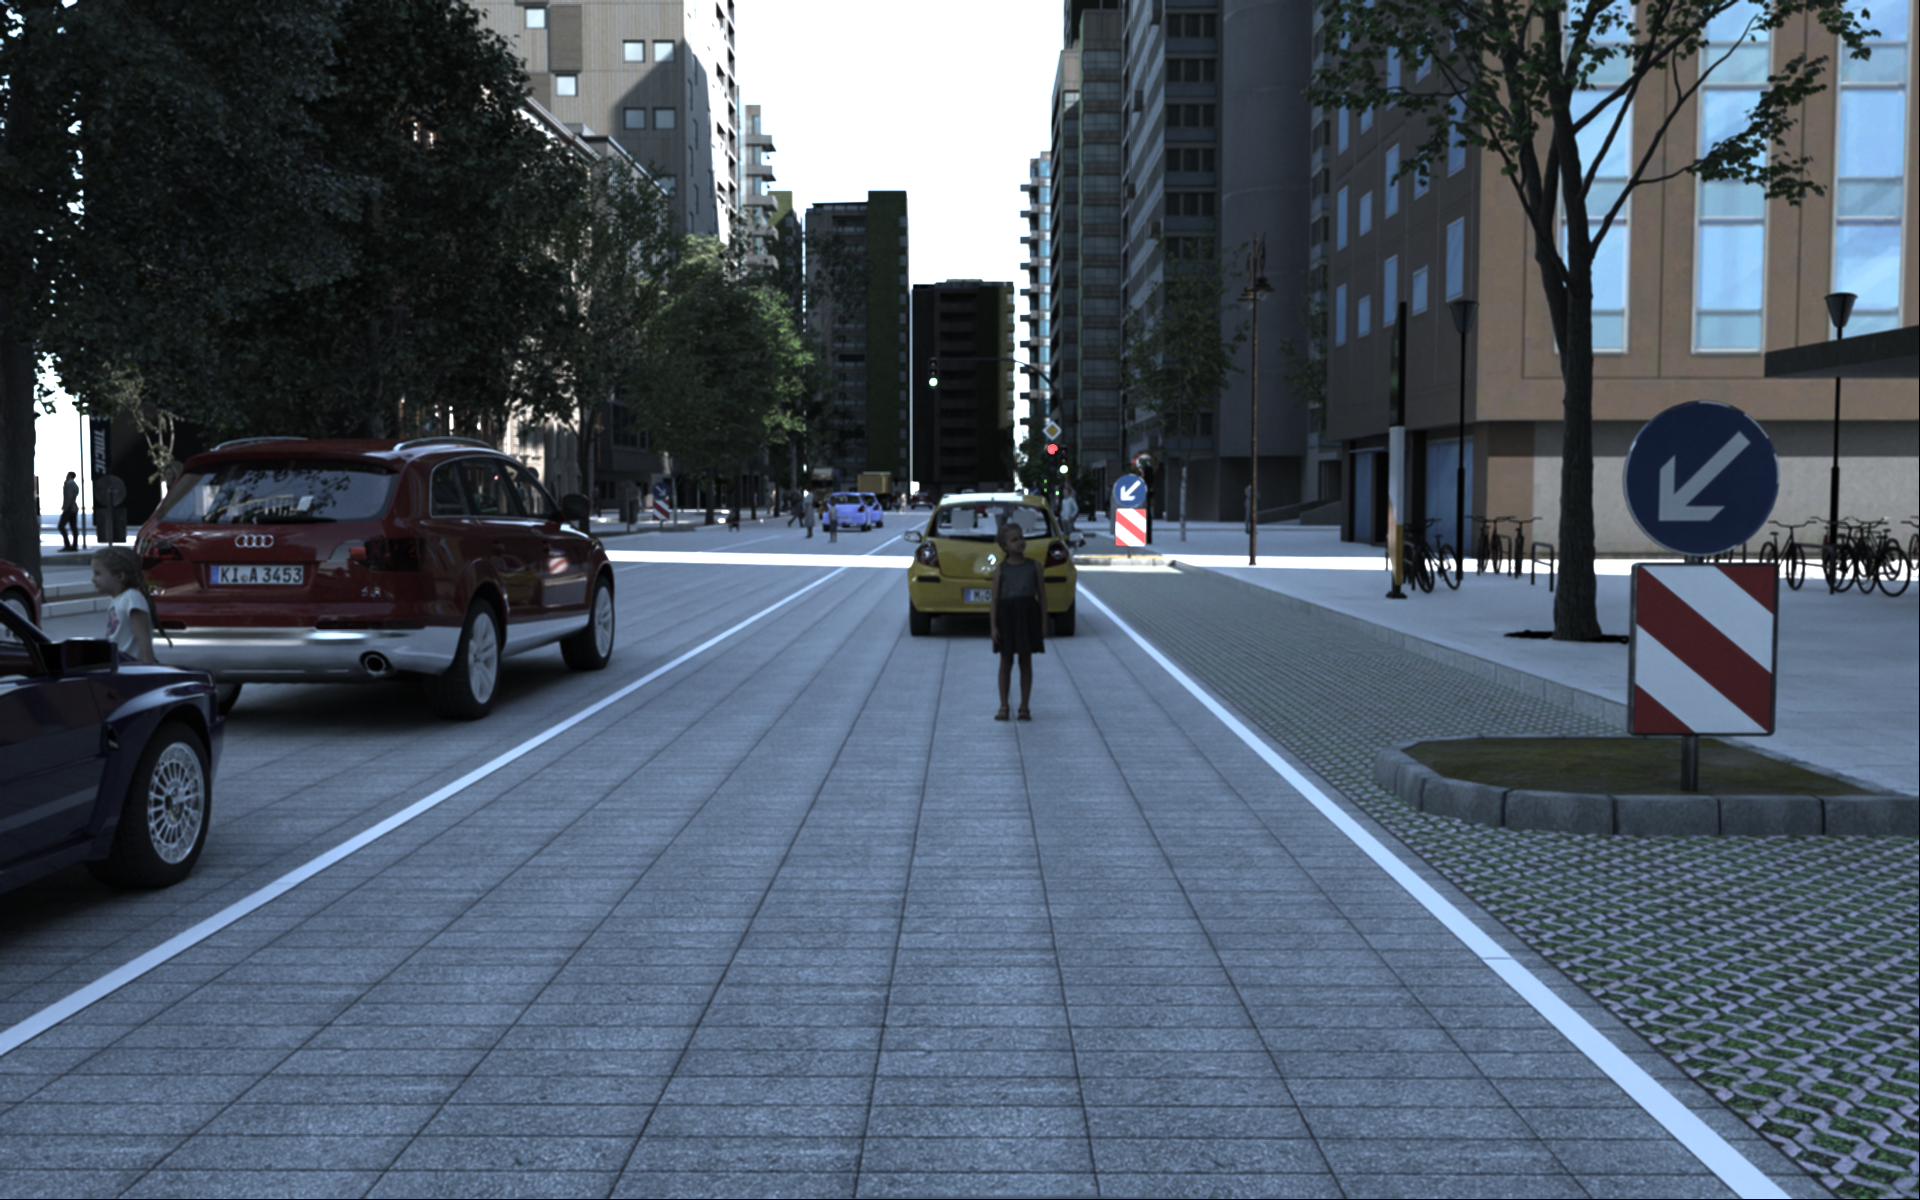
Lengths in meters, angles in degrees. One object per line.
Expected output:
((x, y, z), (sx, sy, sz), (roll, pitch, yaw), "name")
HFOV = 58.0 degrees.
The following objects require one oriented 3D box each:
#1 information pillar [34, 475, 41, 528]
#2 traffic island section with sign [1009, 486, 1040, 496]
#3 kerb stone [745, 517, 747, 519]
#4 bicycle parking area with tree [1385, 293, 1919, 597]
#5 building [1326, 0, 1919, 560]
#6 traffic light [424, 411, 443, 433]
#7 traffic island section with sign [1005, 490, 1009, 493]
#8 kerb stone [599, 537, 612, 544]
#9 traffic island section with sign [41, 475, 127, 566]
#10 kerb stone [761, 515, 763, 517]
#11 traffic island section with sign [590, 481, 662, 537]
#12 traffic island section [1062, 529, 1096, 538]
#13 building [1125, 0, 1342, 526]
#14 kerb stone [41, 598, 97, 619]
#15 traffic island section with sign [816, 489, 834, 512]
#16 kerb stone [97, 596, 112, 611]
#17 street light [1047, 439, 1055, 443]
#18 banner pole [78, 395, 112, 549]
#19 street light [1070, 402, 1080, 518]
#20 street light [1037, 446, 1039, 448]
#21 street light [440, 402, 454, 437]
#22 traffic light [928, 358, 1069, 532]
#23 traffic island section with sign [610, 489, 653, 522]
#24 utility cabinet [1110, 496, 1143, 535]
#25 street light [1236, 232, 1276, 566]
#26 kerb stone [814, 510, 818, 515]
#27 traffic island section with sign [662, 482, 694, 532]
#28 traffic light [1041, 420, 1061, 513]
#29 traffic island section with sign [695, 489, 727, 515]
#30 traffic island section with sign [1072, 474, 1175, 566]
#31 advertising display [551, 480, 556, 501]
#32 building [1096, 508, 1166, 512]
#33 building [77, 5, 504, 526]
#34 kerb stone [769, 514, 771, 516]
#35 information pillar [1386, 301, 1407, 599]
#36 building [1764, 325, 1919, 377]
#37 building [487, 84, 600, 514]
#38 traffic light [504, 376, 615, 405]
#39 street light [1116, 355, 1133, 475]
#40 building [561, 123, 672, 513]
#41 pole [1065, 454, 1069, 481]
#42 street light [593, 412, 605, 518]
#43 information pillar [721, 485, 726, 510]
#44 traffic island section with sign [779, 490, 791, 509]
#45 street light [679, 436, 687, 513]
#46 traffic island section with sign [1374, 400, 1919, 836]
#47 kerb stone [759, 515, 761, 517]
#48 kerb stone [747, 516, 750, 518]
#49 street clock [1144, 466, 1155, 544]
((-35.118, -3.744, 65.706), (0.304, 2.012, 0.304), (0, 4, 3), "information pillar")
((3.757, -5.054, 91.253), (1.989, 1.847, 2.006), (0, 4, 0), "traffic island section with sign")
((-12.069, -4.517, 96.048), (0.120, 0.150, 1.000), (0, 4, 0), "kerb stone")
((9.958, -2.335, 25.175), (8.231, 4.147, 9.016), (2, 4, 24), "bicycle parking area with tree")
((16.838, -23.782, 38.951), (14.600, 45.320, 14.200), (0, 4, 0), "building")
((-17.734, -4.235, 58.169), (0.839, 4.253, 0.868), (0, 4, 0), "traffic light")
((3.983, -6.702, 118.207), (1.989, 1.847, 2.006), (0, 4, 0), "traffic island section with sign")
((-10.355, -1.722, 50.343), (0.120, 0.150, 1.000), (0, 4, 0), "kerb stone")
((-17.648, -1.640, 35.437), (1.989, 1.847, 2.006), (0, 4, 0), "traffic island section with sign")
((-12.009, -4.956, 103.231), (0.120, 0.150, 1.000), (0, 4, 0), "kerb stone")
((-11.331, -3.079, 58.484), (2.006, 1.907, 1.989), (0, 4, 0), "traffic island section with sign")
((3.467, -2.192, 58.120), (2.009, 0.180, 2.903), (0, 4, 0), "traffic island section")
((20.881, -24.045, 85.023), (23.993, 40.220, 32.217), (0, 4, 0), "building")
((-10.610, 0.098, 20.601), (0.120, 0.150, 1.000), (0, 4, 0), "kerb stone")
((-10.633, -8.128, 141.027), (2.006, 1.907, 1.989), (0, 4, 0), "traffic island section with sign")
((-10.597, 0.035, 21.624), (0.120, 0.150, 1.000), (0, 4, 0), "kerb stone")
((5.979, -8.609, 113.541), (0.468, 5.910, 1.993), (0, 4, 0), "street light")
((-20.198, -3.079, 40.354), (0.863, 3.779, 0.401), (-2, 4, -34), "banner pole")
((5.734, -6.963, 86.636), (0.468, 5.910, 1.993), (0, 4, 0), "street light")
((6.236, -10.231, 140.065), (0.468, 5.910, 1.993), (0, 4, 0), "street light")
((-19.620, -5.726, 66.414), (0.468, 5.910, 1.993), (0, 4, 0), "street light")
((1.334, -5.090, 57.883), (4.771, 5.953, 1.251), (0, 4, 0), "traffic light")
((-17.173, -5.031, 90.889), (1.989, 1.847, 2.006), (0, 4, 0), "traffic island section with sign")
((5.243, -2.659, 54.638), (1.020, 1.237, 0.306), (2, 4, 34), "utility cabinet")
((5.246, -3.552, 30.871), (0.468, 5.910, 1.993), (0, 4, 0), "street light")
((-11.710, -7.146, 139.108), (0.120, 0.150, 1.000), (0, 4, 0), "kerb stone")
((-11.258, -3.532, 65.891), (2.006, 1.907, 1.989), (0, 4, 0), "traffic island section with sign")
((3.494, -4.714, 65.992), (0.839, 4.253, 0.868), (0, 4, 0), "traffic light")
((-16.934, -6.689, 117.998), (1.989, 1.847, 2.006), (0, 4, 0), "traffic island section with sign")
((3.281, -1.623, 35.156), (1.989, 1.847, 2.006), (0, 4, 0), "traffic island section with sign")
((-19.179, -4.680, 81.729), (0.123, 1.923, 0.974), (-1, 4, -9), "advertising display")
((20.473, -41.913, 123.521), (20.563, 71.187, 20.611), (0, 4, 0), "building")
((-28.646, -15.112, 76.755), (12.332, 23.373, 15.834), (0, 4, 0), "building")
((-11.978, -5.206, 107.326), (0.120, 0.150, 1.000), (0, 4, 0), "kerb stone")
((5.391, -1.836, 21.366), (0.183, 3.616, 0.504), (0, 4, 2), "information pillar")
((20.383, -21.455, 5.417), (22.147, 44.769, 28.867), (0, 4, 0), "building")
((-28.900, -18.344, 97.180), (12.463, 27.353, 25.104), (0, 4, 0), "building")
((-15.574, -5.597, 66.171), (4.771, 5.953, 1.251), (0, 4, 0), "traffic light")
((5.445, -5.189, 57.626), (0.468, 5.910, 1.993), (0, 4, 0), "street light")
((-29.385, -20.072, 121.684), (14.314, 27.812, 24.014), (0, 4, 0), "building")
((5.390, -5.703, 87.094), (0.158, 3.312, 0.155), (0, 3, 0), "pole")
((-19.488, -7.382, 93.482), (0.468, 5.910, 1.993), (0, 4, 0), "street light")
((-19.041, -8.258, 139.512), (0.304, 2.012, 0.304), (-1, 4, -20), "information pillar")
((-16.518, -9.750, 168.042), (1.989, 1.847, 2.006), (0, 4, 0), "traffic island section with sign")
((-19.321, -9.022, 120.293), (0.468, 5.910, 1.993), (0, 4, 0), "street light")
((3.059, 0.029, 8.160), (1.989, 1.847, 2.006), (0, 4, 0), "traffic island section with sign")
((-12.020, -4.893, 102.196), (0.120, 0.150, 1.000), (0, 4, 0), "kerb stone")
((-12.062, -4.580, 97.070), (0.120, 0.150, 1.000), (0, 4, 0), "kerb stone")
((4.838, -2.441, 44.475), (0.358, 2.002, 0.471), (0, 4, 5), "street clock")
